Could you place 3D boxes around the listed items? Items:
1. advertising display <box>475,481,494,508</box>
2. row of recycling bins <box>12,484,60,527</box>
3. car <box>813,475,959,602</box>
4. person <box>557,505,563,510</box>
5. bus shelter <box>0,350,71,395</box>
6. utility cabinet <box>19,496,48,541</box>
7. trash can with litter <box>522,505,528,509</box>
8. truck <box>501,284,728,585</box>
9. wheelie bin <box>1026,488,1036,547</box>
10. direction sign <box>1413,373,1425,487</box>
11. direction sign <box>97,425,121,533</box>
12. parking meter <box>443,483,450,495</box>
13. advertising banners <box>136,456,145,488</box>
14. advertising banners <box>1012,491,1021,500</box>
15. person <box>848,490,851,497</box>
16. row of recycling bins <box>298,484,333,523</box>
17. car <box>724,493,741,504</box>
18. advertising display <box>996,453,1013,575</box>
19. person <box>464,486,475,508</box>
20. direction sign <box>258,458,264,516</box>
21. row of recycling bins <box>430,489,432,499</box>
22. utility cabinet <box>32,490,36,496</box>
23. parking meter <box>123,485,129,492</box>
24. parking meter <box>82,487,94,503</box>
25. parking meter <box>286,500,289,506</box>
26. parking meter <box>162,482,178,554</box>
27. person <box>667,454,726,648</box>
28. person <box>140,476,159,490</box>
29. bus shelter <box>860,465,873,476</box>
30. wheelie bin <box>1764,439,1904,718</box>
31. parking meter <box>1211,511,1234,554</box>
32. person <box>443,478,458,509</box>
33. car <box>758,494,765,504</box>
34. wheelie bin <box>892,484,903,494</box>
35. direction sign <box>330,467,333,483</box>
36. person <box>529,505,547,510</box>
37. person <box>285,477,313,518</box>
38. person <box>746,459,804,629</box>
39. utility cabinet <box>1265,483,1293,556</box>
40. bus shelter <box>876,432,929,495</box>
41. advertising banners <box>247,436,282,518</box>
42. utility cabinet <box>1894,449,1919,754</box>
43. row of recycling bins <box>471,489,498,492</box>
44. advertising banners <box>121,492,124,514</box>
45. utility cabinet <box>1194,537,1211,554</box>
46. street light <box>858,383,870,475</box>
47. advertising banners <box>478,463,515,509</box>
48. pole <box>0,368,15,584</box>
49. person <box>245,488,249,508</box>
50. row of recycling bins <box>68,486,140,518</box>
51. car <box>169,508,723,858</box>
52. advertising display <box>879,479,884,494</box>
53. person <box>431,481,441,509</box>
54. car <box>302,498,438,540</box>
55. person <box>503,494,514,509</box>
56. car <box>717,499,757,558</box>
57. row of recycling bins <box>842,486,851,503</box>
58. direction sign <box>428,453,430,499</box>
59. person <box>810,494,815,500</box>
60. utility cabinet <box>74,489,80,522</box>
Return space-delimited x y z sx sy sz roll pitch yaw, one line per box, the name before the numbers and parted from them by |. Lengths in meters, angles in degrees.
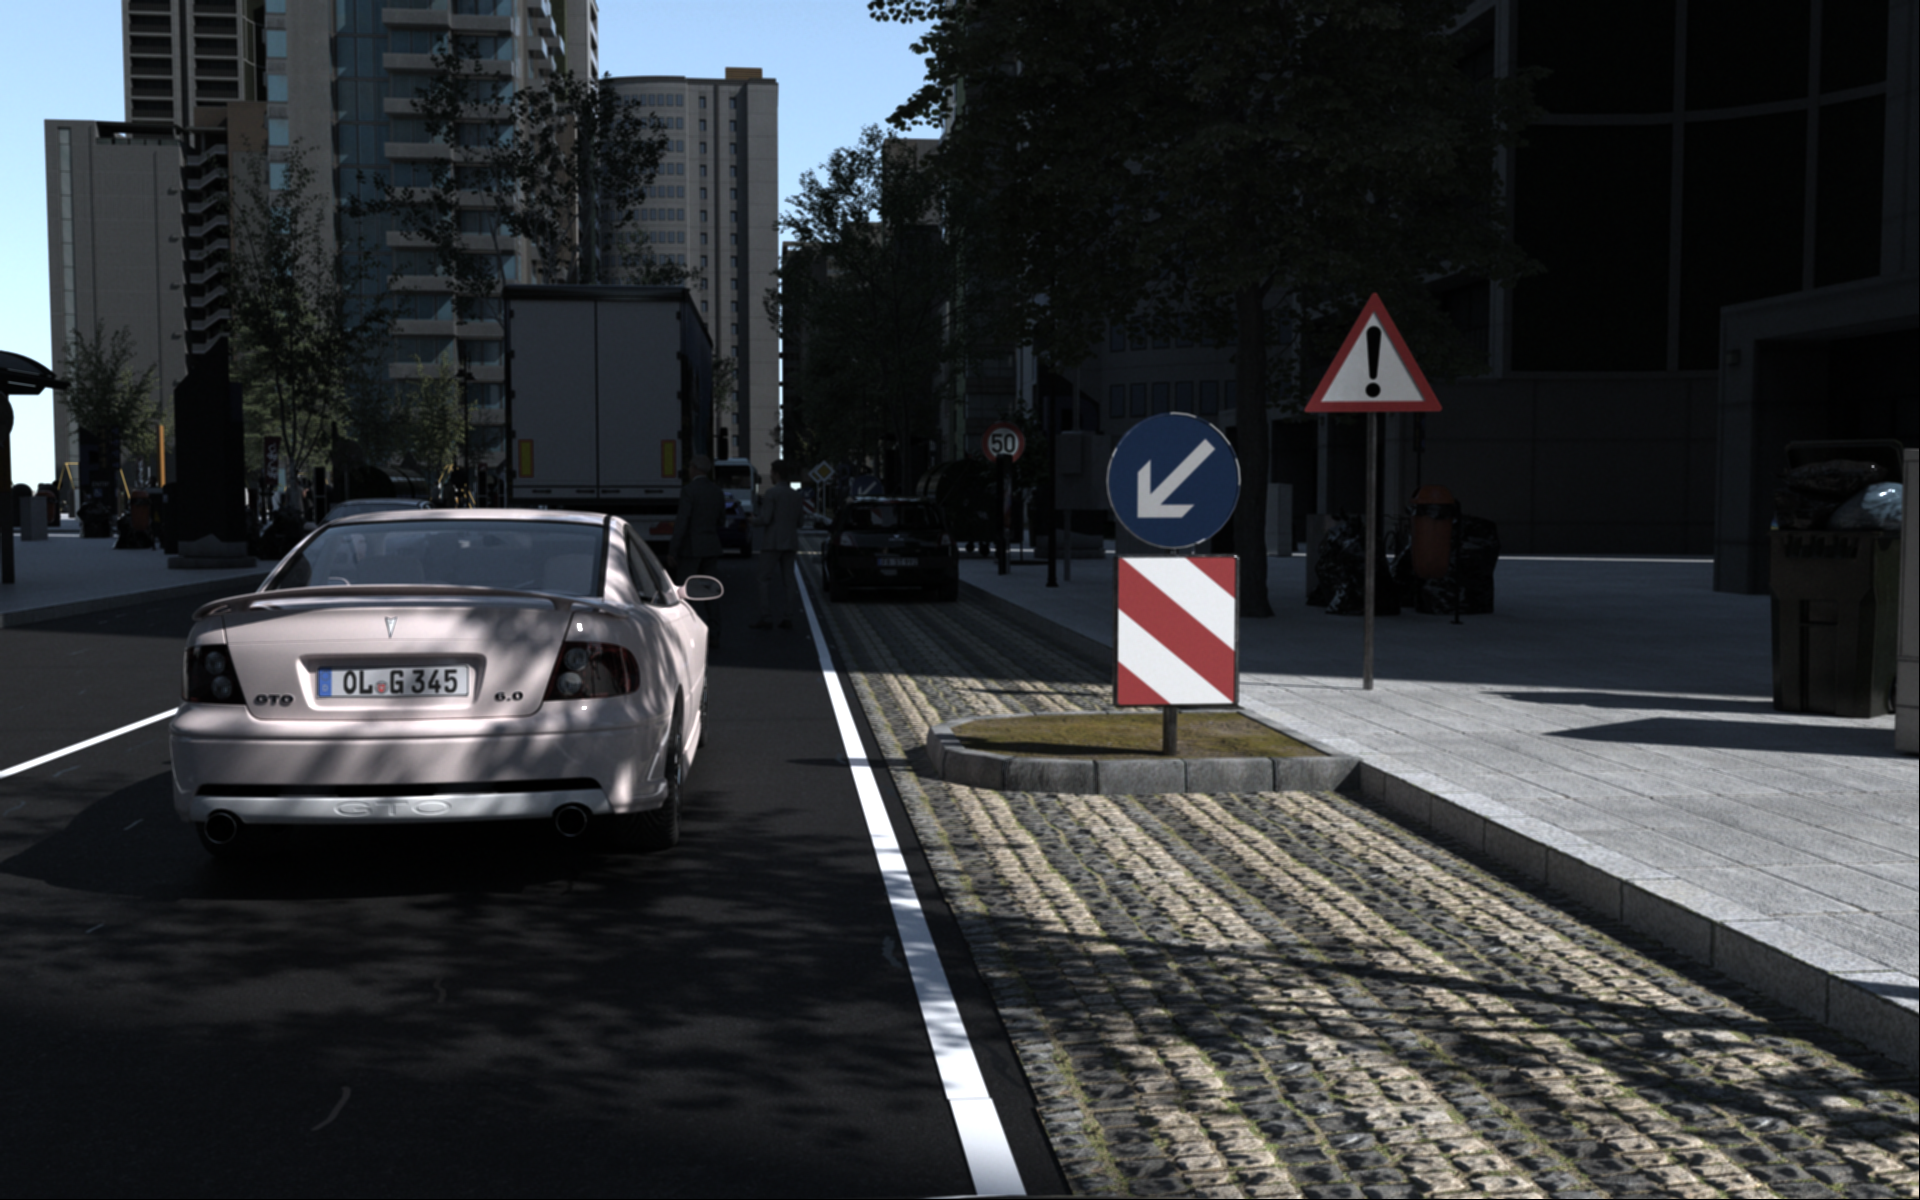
advertising display | -22.535 -4.701 82.070 0.974 1.923 0.123 1 4 18
row of recycling bins | -37.203 -3.715 67.851 3.534 1.692 1.069 -1 4 -16
car | -1.035 -0.886 24.280 2.009 1.686 4.222 0 4 -6
person | -18.502 -4.502 79.755 0.635 1.810 0.391 -1 4 -19
bus shelter | -13.331 -1.707 21.828 2.014 3.302 5.546 0 4 -6
utility cabinet | -25.665 -2.252 47.985 0.306 1.237 1.020 0 4 -4
trash can with litter | -29.025 -6.322 114.759 1.055 1.170 0.624 0 3 0
truck | -5.435 -2.441 28.823 2.839 4.237 11.283 0 4 -6
wheelie bin | 2.030 -2.067 41.704 0.980 1.594 0.693 3 5 43
direction sign | 8.559 -2.466 32.309 0.379 3.537 0.876 2 4 26
direction sign | -27.870 -3.963 56.789 0.876 3.537 0.379 1 4 18
parking meter | -24.988 -4.816 84.448 0.399 1.863 0.255 0 4 0
advertising banners | -36.806 -5.060 78.926 2.074 3.025 0.090 2 4 26
advertising banners | 1.608 -4.663 72.432 2.074 3.025 0.090 0 4 -3
person | -5.190 -4.783 84.591 0.601 1.785 0.444 -2 4 -27
row of recycling bins | -26.332 -4.018 72.803 3.534 1.692 1.069 1 4 9
car | -11.066 -4.301 79.913 1.945 1.707 3.694 0 4 -7
advertising display | 0.713 -1.381 27.796 0.123 1.923 0.974 1 4 10
person | -30.607 -6.223 108.140 0.624 1.780 0.694 3 5 39
direction sign | -40.209 -6.587 99.698 0.379 3.537 0.876 -3 5 -44
row of recycling bins | -42.988 -7.900 136.275 3.534 1.692 1.069 -3 5 -42
utility cabinet | -54.019 -5.596 100.179 1.173 1.500 0.318 1 4 18
parking meter | -56.210 -6.790 116.732 0.399 1.863 0.255 -2 4 -29
parking meter | -32.498 -3.436 64.590 0.372 1.533 0.369 0 3 0
parking meter | -31.013 -4.394 80.248 0.372 1.533 0.369 0 3 0
parking meter | -16.826 -1.750 37.023 0.372 1.533 0.369 0 3 0
person | -2.509 -0.461 16.218 0.590 1.801 0.661 3 4 37
person | -22.755 -2.607 48.914 0.600 1.795 0.529 2 4 26
bus shelter | -7.107 -7.756 120.728 2.014 3.302 5.546 0 4 -6
wheelie bin | 5.175 -0.137 10.145 0.693 1.594 0.980 -3 5 -42
parking meter | 3.196 -0.755 20.758 0.372 1.533 0.369 0 3 0
person | -16.553 -3.079 56.298 0.656 1.842 0.836 1 4 10
car | -24.531 -12.570 215.300 2.009 1.686 4.222 0 4 -6
wheelie bin | -1.907 -2.900 55.324 0.693 1.594 0.980 0 4 6
direction sign | -45.127 -8.160 125.415 0.876 3.537 0.379 -2 4 -34
person | -11.156 -2.289 45.944 0.581 1.822 0.654 2 4 30
person | -18.479 -2.575 48.499 0.716 1.782 0.532 -1 4 -9
person | -1.994 -0.603 18.566 0.583 1.804 0.606 2 4 35
utility cabinet | 6.605 -1.664 35.887 0.318 1.500 1.173 0 4 -4
bus shelter | -2.302 -4.753 68.987 1.731 3.624 6.357 0 4 -6
advertising banners | -21.355 -3.407 51.899 2.074 3.025 0.090 -3 4 -39
utility cabinet | 5.155 -0.001 8.700 1.173 1.500 0.318 -3 4 -37
row of recycling bins | -35.234 -7.553 130.612 3.534 1.692 1.069 -2 4 -34
advertising banners | -55.337 -7.140 112.926 2.074 3.025 0.090 0 4 -2
utility cabinet | 4.311 -1.197 30.733 0.306 1.237 1.020 0 4 6
street light | -3.940 -6.022 71.242 0.468 5.910 1.993 0 4 -6
advertising banners | -25.884 -6.156 96.838 2.074 3.025 0.090 -1 4 -12
pole | -13.692 -1.895 24.823 0.158 3.312 0.155 0 3 0
person | -20.959 -2.695 50.458 0.694 1.780 0.624 3 4 38
row of recycling bins | -46.072 -5.273 93.327 3.534 1.692 1.069 -2 4 -29
car | -2.197 0.250 8.282 2.083 1.381 4.827 0 4 -6
advertising display | -3.349 -4.128 72.700 0.974 1.923 0.123 -1 4 -9
person | -20.926 -3.837 68.966 0.473 1.802 0.592 1 4 19
car | -8.886 -0.874 26.652 2.083 1.381 4.827 0 4 -8
person | -18.686 -4.027 71.991 0.679 1.850 0.850 3 5 39
car | -5.696 -1.691 40.233 1.945 1.354 3.894 0 4 -7
row of recycling bins | -4.578 -5.078 90.144 3.534 1.692 1.069 -2 4 -34
direction sign | -29.518 -6.381 96.318 0.379 3.537 0.876 -1 4 -12
person | -15.322 -10.584 179.828 1.217 1.736 0.721 -1 4 -22
utility cabinet | -40.159 -4.314 79.219 0.318 1.500 1.173 -3 5 -41
